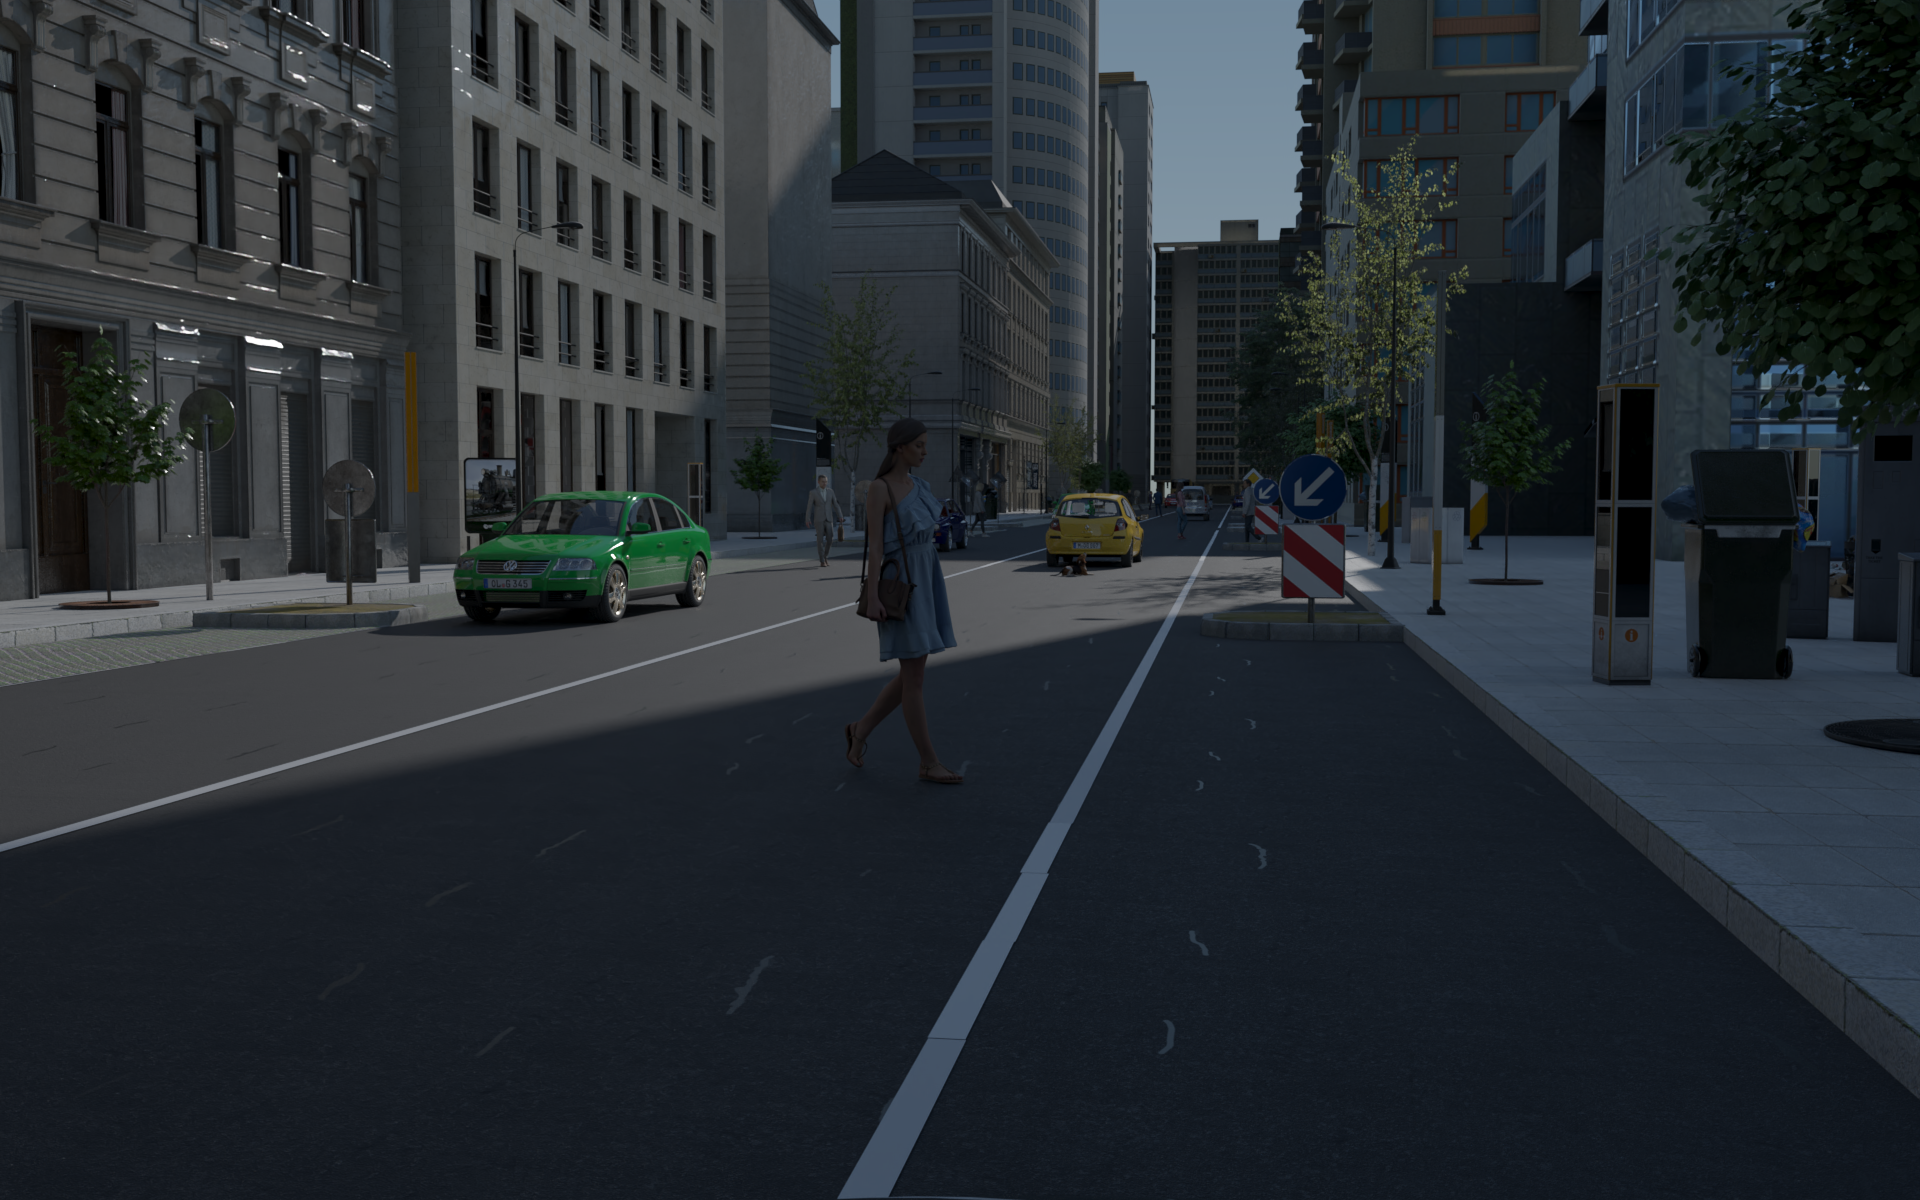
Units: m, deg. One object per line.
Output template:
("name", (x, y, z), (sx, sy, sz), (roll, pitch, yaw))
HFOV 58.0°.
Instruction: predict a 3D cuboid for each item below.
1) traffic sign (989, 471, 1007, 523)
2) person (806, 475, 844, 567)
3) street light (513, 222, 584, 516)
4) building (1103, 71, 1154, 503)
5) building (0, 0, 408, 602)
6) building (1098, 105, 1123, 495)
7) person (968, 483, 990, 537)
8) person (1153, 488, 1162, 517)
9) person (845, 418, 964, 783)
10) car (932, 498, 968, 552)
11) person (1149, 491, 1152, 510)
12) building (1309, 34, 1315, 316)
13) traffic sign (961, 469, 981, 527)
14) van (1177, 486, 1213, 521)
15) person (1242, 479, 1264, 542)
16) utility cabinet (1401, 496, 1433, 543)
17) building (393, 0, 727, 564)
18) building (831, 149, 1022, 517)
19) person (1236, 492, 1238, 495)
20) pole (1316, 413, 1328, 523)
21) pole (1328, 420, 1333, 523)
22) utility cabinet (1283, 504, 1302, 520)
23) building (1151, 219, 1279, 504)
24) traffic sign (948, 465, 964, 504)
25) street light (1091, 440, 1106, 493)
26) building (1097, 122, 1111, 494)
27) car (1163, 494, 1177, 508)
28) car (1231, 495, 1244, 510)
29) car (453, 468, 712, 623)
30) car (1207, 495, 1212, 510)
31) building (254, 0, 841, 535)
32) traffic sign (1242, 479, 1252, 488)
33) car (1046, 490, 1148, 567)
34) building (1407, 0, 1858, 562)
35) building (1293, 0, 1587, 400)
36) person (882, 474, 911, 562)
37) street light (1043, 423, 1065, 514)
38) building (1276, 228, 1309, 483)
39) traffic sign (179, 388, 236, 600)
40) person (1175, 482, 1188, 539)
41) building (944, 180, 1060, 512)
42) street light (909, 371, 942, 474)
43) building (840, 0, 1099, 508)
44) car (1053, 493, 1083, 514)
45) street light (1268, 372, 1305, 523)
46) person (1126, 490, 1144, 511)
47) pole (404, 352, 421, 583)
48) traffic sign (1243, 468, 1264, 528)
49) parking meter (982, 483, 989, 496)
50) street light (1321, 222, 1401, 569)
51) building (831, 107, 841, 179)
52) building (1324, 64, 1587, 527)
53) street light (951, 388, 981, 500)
("traffic sign", (1.676, -4.420, 75.911), (0.795, 2.450, 0.064), (1, 4, 9))
("person", (-2.669, -1.560, 34.132), (0.709, 1.813, 0.853), (-2, 4, -27))
("street light", (-7.105, -3.500, 29.768), (1.470, 5.913, 1.316), (1, 4, 9))
("building", (13.084, -43.093, 246.573), (28.212, 58.520, 21.231), (1, 4, 9))
("building", (-15.805, -10.587, 22.243), (9.793, 20.994, 18.267), (1, 4, 9))
("building", (8.900, -36.139, 214.579), (21.600, 48.544, 21.300), (1, 4, 9))
("person", (0.627, -3.008, 57.867), (0.728, 1.800, 0.709), (0, 4, -3))
("person", (12.656, -6.236, 110.633), (0.721, 1.800, 0.419), (0, 4, -2))
("person", (-0.323, -0.006, 8.699), (0.778, 1.811, 0.616), (3, 4, 37))
("car", (-0.881, -1.942, 44.329), (1.945, 1.354, 3.894), (1, 4, 9))
("person", (17.131, -8.936, 155.527), (0.530, 1.710, 0.541), (2, 4, 33))
("building", (42.626, -44.646, 168.208), (20.563, 71.187, 20.611), (1, 4, 9))
("traffic sign", (0.414, -3.938, 68.025), (0.795, 2.450, 0.064), (1, 4, 9))
("van", (12.663, -5.310, 93.826), (2.013, 2.044, 4.112), (1, 4, 10))
("person", (7.876, -2.346, 46.708), (0.795, 1.843, 0.661), (2, 4, 29))
("utility cabinet", (12.010, -2.098, 45.462), (1.020, 1.237, 0.306), (-3, 4, -39))
("building", (-12.943, -11.342, 40.201), (10.420, 20.320, 16.860), (1, 4, 9))
("building", (-4.221, -15.163, 98.821), (10.553, 20.767, 40.483), (1, 4, 9))
("person", (35.161, -12.868, 219.443), (0.434, 1.755, 0.990), (1, 4, 12))
("pole", (9.041, -3.036, 43.483), (0.158, 3.312, 0.155), (0, 3, 0))
("pole", (10.229, -3.309, 47.951), (0.158, 3.312, 0.155), (0, 3, 0))
("utility cabinet", (16.600, -4.595, 86.284), (1.020, 1.237, 0.306), (3, 5, 40))
("building", (39.779, -34.022, 248.141), (23.993, 40.220, 32.217), (1, 4, 9))
("traffic sign", (-0.102, -4.737, 77.452), (0.884, 2.594, 0.081), (1, 4, 14))
("street light", (11.831, -10.773, 148.681), (1.470, 5.913, 1.316), (1, 4, 9))
("building", (8.613, -30.741, 186.213), (14.154, 41.232, 14.086), (1, 4, 9))
("car", (22.102, -10.416, 179.342), (2.155, 1.783, 4.494), (0, 4, 7))
("car", (25.847, -8.959, 159.055), (1.945, 1.354, 3.894), (0, 4, 7))
("car", (-4.422, -0.735, 20.815), (1.959, 1.807, 4.718), (1, 4, 10))
("car", (22.327, -9.025, 159.554), (2.014, 1.417, 4.499), (1, 4, 10))
("building", (-14.337, -13.095, 63.260), (18.267, 20.994, 9.793), (1, 4, 9))
("traffic sign", (12.480, -4.313, 74.167), (0.795, 2.450, 0.064), (1, 4, 9))
("car", (2.803, -1.543, 35.458), (2.015, 1.641, 3.980), (1, 4, 10))
("building", (25.022, -44.738, 44.131), (22.319, 86.520, 31.000), (1, 4, 9))
("building", (34.953, -28.582, 121.938), (22.147, 44.769, 28.867), (1, 4, 9))
("person", (-1.014, -1.401, 31.501), (0.778, 1.811, 0.616), (-1, 4, -15))
("street light", (6.159, -8.575, 112.747), (1.470, 5.913, 1.316), (1, 4, 9))
("building", (41.563, -25.477, 188.243), (14.160, 30.474, 14.107), (1, 4, 9))
("traffic sign", (-9.067, -1.269, 20.855), (0.768, 2.556, 0.104), (1, 4, 12))
("person", (7.038, -2.844, 55.003), (0.388, 1.821, 0.555), (-1, 4, -16))
("building", (-1.805, -18.394, 134.021), (16.112, 22.955, 30.059), (1, 4, 9))
("street light", (-1.364, -5.697, 65.692), (1.470, 5.913, 1.316), (1, 4, 9))
("building", (1.574, -38.130, 165.424), (21.231, 58.520, 28.212), (1, 4, 9))
("car", (5.332, -4.395, 80.650), (1.959, 1.807, 4.718), (0, 4, 7))
("street light", (12.557, -5.717, 66.020), (1.470, 5.913, 1.316), (1, 4, 9))
("person", (14.617, -8.367, 145.514), (1.509, 1.804, 0.699), (2, 4, 26))
("pole", (-7.905, -1.905, 24.991), (0.158, 3.312, 0.155), (0, 3, 0))
("traffic sign", (11.218, -3.831, 66.282), (0.795, 2.450, 0.064), (1, 4, 9))
("parking meter", (1.341, -5.265, 91.786), (0.255, 1.863, 0.399), (2, 4, 35))
("street light", (6.874, -3.497, 29.713), (1.470, 5.913, 1.316), (1, 4, 9))
("building", (-16.911, -36.598, 217.982), (30.456, 49.044, 23.786), (1, 4, 9))
("building", (32.818, -14.532, 82.636), (28.899, 21.520, 27.650), (1, 4, 9))
("street light", (0.209, -6.325, 75.962), (1.470, 5.913, 1.316), (1, 4, 9))
